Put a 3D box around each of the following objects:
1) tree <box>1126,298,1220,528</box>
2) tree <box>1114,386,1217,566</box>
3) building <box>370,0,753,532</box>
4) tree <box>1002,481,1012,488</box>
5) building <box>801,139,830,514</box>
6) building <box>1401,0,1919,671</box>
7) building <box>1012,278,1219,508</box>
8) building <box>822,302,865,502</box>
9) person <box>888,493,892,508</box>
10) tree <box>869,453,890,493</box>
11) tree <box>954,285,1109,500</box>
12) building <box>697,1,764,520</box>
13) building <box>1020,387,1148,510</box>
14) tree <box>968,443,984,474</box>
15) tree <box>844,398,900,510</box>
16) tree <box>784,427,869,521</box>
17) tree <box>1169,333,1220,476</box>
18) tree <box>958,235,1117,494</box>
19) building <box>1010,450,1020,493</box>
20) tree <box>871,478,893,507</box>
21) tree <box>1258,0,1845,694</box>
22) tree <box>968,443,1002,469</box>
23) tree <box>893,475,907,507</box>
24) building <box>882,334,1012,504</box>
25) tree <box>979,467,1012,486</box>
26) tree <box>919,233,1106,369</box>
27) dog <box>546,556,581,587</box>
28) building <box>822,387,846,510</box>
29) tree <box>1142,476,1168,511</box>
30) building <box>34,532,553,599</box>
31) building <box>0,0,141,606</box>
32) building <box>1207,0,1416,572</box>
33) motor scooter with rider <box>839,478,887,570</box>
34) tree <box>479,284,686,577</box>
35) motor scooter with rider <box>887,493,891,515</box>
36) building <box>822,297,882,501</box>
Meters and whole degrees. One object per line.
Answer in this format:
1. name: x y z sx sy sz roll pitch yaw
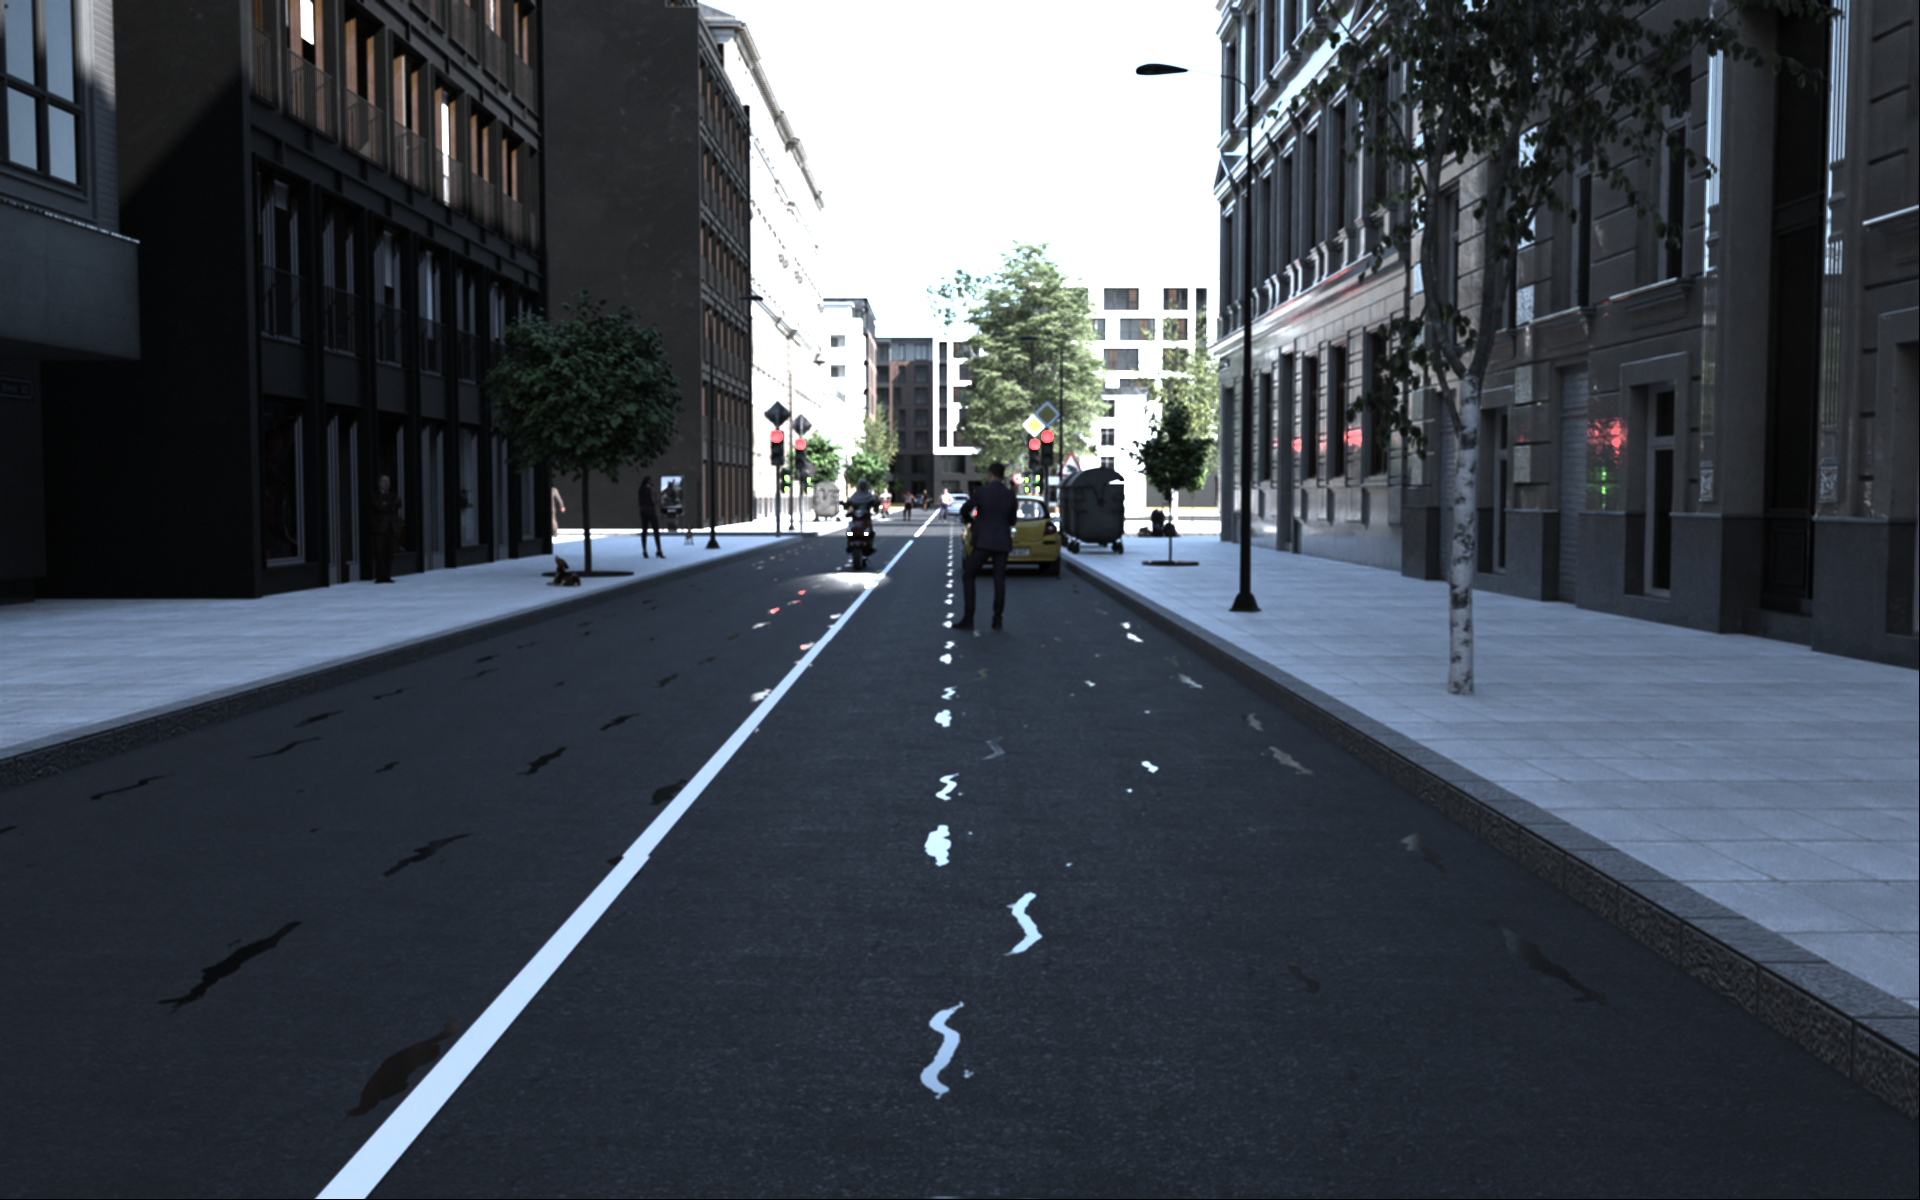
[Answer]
1. tree: 8.480 -7.079 66.098 4.737 8.622 4.395 0 3 0
2. tree: 3.891 -2.240 31.226 1.663 3.219 1.824 0 3 0
3. building: -15.477 -14.683 69.752 12.332 23.373 15.834 0 4 0
4. tree: 3.092 -8.901 140.140 1.663 3.219 1.824 0 3 0
5. building: -15.738 -19.464 115.495 12.463 27.353 25.104 0 4 0
6. building: 12.597 -13.269 14.208 12.463 27.353 25.104 0 4 0
7. building: 20.188 -20.562 180.170 27.936 21.610 32.646 0 4 0
8. building: -17.210 -19.105 168.791 16.016 20.091 11.380 0 4 0
9. person: -6.484 -9.131 158.571 0.421 1.427 0.697 -1 4 -21
10. tree: -6.371 -8.136 116.734 4.285 4.588 4.351 0 3 0
11. tree: 4.296 -10.199 88.812 6.751 12.117 7.091 0 3 0
12. building: -15.844 -17.921 90.276 12.463 27.353 25.104 0 4 0
13. building: 10.163 -12.724 150.192 9.099 9.664 28.070 0 4 0
14. tree: 3.162 -15.998 211.924 4.737 8.622 4.395 0 3 0
15. tree: -6.970 -11.496 138.318 4.737 8.622 4.395 0 3 0
16. tree: -6.952 -6.169 84.582 4.285 4.588 4.351 0 3 0
17. tree: 18.142 -12.519 122.814 7.486 12.596 7.792 0 3 0
18. tree: 3.357 -9.688 76.526 7.486 12.596 7.792 0 3 0
19. building: 13.692 -21.154 202.287 16.016 20.091 11.380 0 4 0
20. tree: -6.771 -9.269 146.146 1.663 3.219 1.824 0 3 0
21. tree: 3.434 -3.711 11.031 4.360 8.622 3.978 0 3 0
22. tree: 2.828 -14.219 182.846 4.360 8.622 3.978 0 3 0
23. tree: -6.383 -11.138 176.706 1.663 3.219 1.824 0 3 0
24. building: -5.621 -23.943 235.445 32.646 21.610 27.936 0 4 0
25. tree: 3.503 -11.393 169.995 4.285 4.588 4.351 0 3 0
26. tree: 3.793 -16.494 125.564 12.611 20.169 13.585 0 3 0
27. dog: -5.568 -0.396 24.206 0.550 0.427 0.748 0 4 -3
28. building: -14.331 -12.676 149.394 9.099 9.664 28.070 0 4 0
29. tree: 15.489 -9.032 131.380 4.285 4.588 4.351 0 3 0
30. building: -14.808 -12.150 28.334 12.332 23.373 15.834 0 4 0
31. building: -16.308 -13.114 7.917 14.314 27.812 24.014 0 4 0
32. building: 12.177 -12.311 37.436 11.583 22.565 21.152 0 4 0
33. motor scooter with rider: -1.954 -1.503 33.541 0.876 1.779 1.986 0 4 1
34. tree: -5.914 -2.673 27.413 4.285 4.588 4.351 0 3 0
35. motor scooter with rider: -4.435 -5.629 100.997 0.876 1.779 1.986 0 4 0
36. building: -25.948 -21.397 193.821 32.646 21.610 27.936 0 4 0
